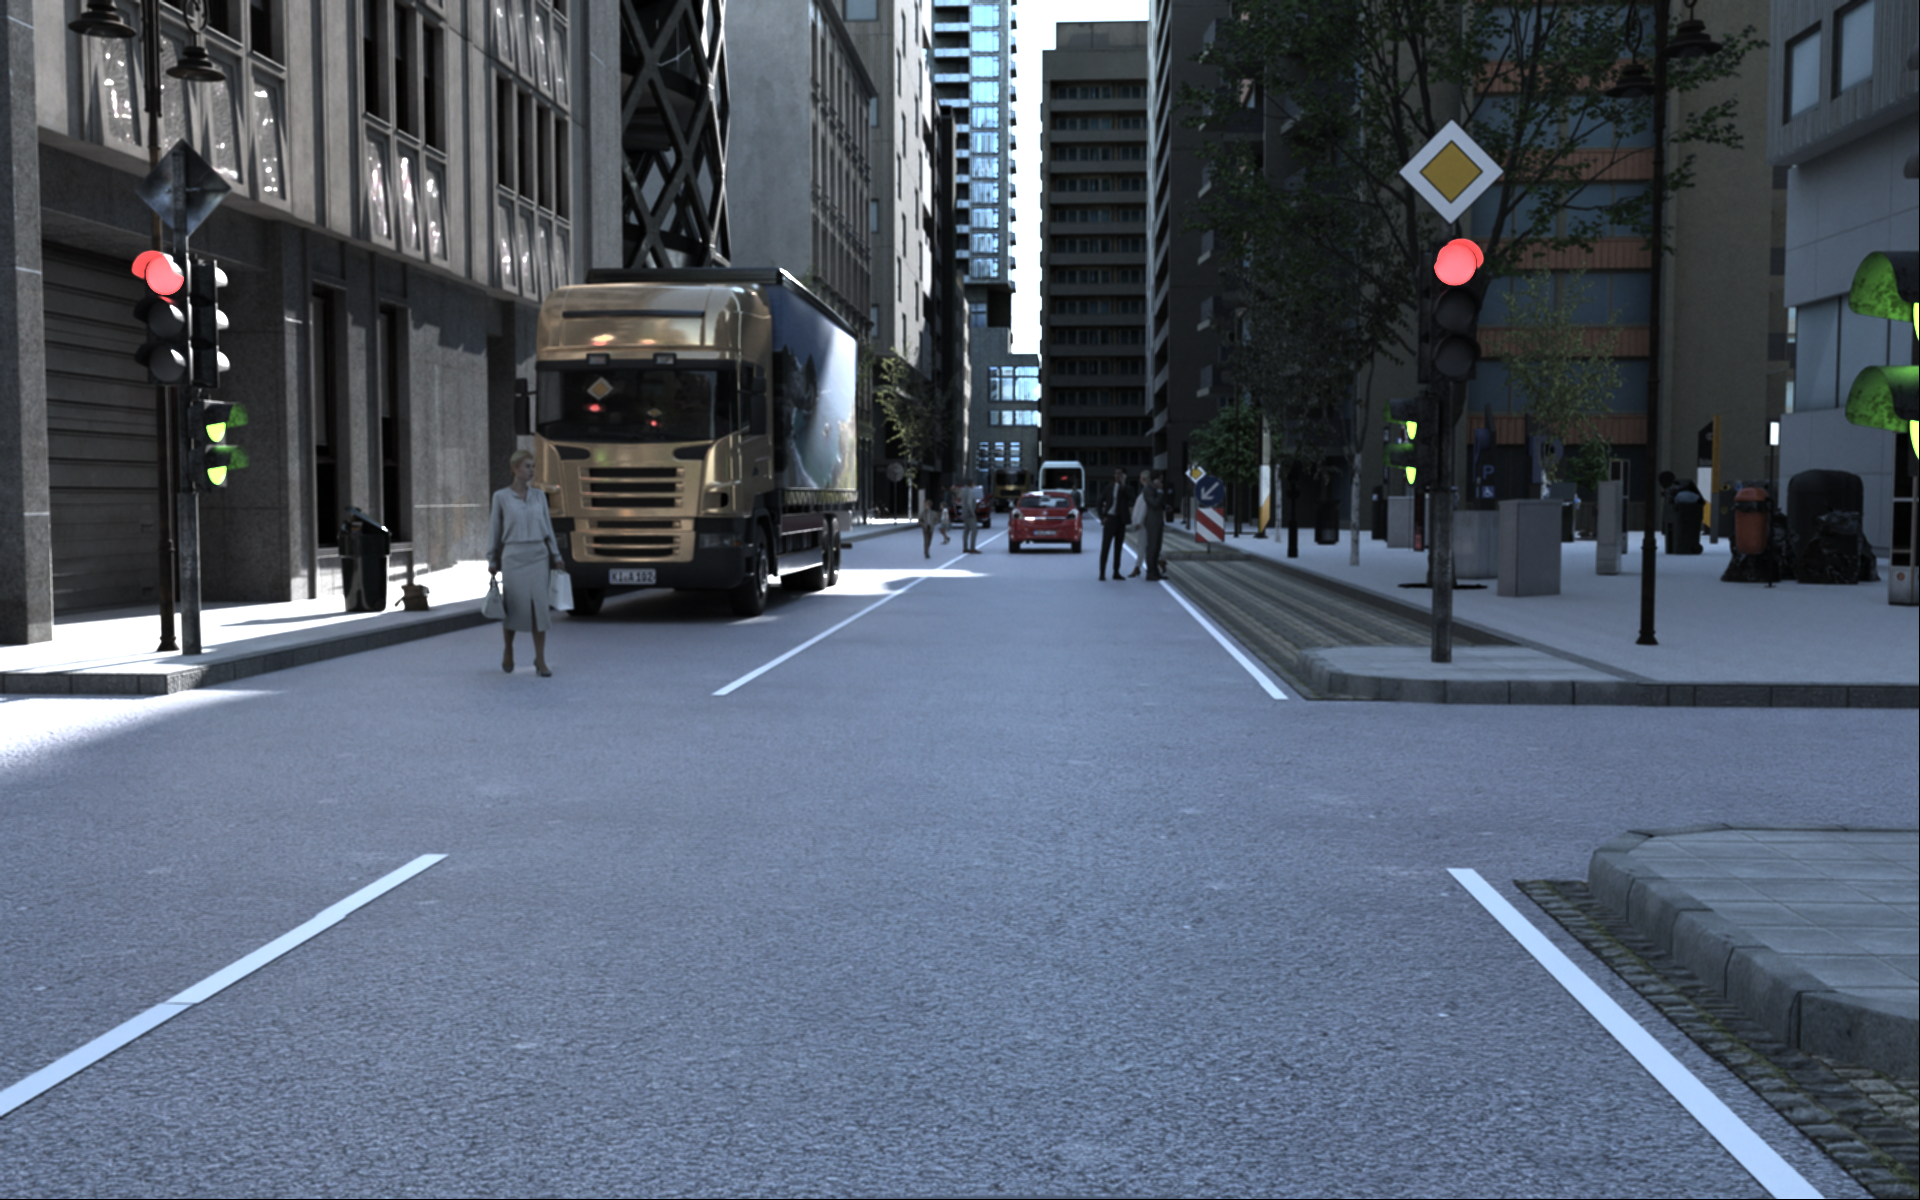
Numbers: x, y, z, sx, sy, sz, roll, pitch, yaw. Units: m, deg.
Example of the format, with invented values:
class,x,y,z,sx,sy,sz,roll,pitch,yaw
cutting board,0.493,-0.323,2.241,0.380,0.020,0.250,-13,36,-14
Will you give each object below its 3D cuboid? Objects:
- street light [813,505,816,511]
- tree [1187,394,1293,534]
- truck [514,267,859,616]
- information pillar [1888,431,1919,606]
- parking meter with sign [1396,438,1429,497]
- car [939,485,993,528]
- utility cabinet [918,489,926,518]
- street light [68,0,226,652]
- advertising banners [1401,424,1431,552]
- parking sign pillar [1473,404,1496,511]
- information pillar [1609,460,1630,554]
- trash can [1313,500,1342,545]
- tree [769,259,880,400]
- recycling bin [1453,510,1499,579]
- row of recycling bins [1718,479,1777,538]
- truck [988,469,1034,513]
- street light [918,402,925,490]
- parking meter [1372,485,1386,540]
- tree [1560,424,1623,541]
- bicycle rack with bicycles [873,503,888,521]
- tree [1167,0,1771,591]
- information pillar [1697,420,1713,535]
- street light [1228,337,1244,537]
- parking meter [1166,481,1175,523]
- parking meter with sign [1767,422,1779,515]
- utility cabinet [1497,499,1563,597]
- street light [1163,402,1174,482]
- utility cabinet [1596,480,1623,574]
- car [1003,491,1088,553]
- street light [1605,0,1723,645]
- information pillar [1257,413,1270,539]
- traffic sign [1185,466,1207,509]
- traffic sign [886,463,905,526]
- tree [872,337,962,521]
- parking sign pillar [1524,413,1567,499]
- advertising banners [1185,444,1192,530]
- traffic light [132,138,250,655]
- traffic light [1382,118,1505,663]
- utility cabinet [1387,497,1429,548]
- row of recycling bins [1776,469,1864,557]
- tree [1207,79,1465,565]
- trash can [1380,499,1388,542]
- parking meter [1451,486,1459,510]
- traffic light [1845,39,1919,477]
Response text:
class,x,y,z,sx,sy,sz,roll,pitch,yaw
street light,-4.267,-4.770,50.782,0.468,5.910,1.993,0,4,4
tree,9.136,-4.412,55.846,4.285,4.588,4.351,0,3,0
truck,-3.276,-2.132,23.770,2.839,4.237,11.283,0,4,3
information pillar,10.917,-0.941,19.882,0.304,2.012,0.304,-2,4,-26
parking meter with sign,14.281,-3.525,53.896,1.738,3.016,0.543,-3,5,-42
car,0.284,-3.988,73.871,2.281,1.827,5.304,0,4,2
utility cabinet,-1.775,-4.394,80.520,0.318,1.500,1.173,0,4,1
street light,-6.482,-2.521,14.004,0.468,5.910,1.993,0,4,4
advertising banners,10.307,-2.604,38.769,0.090,3.025,2.074,-1,4,-10
parking sign pillar,15.464,-3.825,51.013,1.447,3.967,1.447,1,4,8
information pillar,14.112,-1.995,37.115,0.304,2.012,0.304,-3,5,-40
trash can,9.328,-1.980,44.030,0.748,1.137,0.748,0,3,0
tree,-4.969,-6.392,54.867,4.737,8.622,4.395,0,3,0
recycling bin,7.746,-0.850,26.457,0.722,1.027,0.722,3,5,44
row of recycling bins,22.926,-2.618,49.923,1.069,1.692,3.534,0,4,0
truck,4.025,-8.432,133.783,3.469,3.379,9.791,0,4,3
street light,-1.929,-7.009,87.377,0.468,5.910,1.993,0,4,4
parking meter,11.800,-2.470,48.800,0.372,1.533,0.369,0,3,0
tree,17.501,-3.273,48.122,1.663,3.219,1.824,0,3,0
bicycle rack with bicycles,-4.993,-4.168,81.536,2.852,0.926,2.925,-2,4,-28
tree,6.667,-5.974,23.430,9.928,11.665,9.643,0,3,0
information pillar,23.164,-3.817,53.768,0.504,3.616,0.183,1,4,10
street light,8.184,-4.792,51.133,0.468,5.910,1.993,0,4,4
parking meter,9.491,-4.430,78.148,0.399,1.863,0.255,0,4,4
parking meter with sign,20.379,-2.777,41.669,1.738,3.016,0.543,3,5,44
utility cabinet,7.206,-0.657,21.908,1.020,1.237,0.306,-3,5,-40
street light,10.504,-7.008,87.371,0.468,5.910,1.993,0,4,4
utility cabinet,10.455,-1.176,27.899,0.318,1.500,1.173,2,4,25
car,2.151,-2.110,43.535,2.155,1.783,4.494,0,4,3
street light,5.867,-2.558,14.614,0.468,5.910,1.993,0,4,4
information pillar,8.809,-3.591,50.072,0.183,3.616,0.504,3,5,39
traffic sign,8.571,-3.778,62.963,0.795,2.450,0.064,1,4,10
traffic sign,-2.630,-4.300,70.417,0.768,2.556,0.104,0,4,4
tree,-2.119,-8.021,81.506,4.360,8.622,3.978,0,3,0
parking sign pillar,19.442,-4.224,57.534,1.447,3.967,1.447,0,4,-8
advertising banners,8.150,-4.004,61.650,0.090,3.025,2.074,0,4,3
traffic light,-6.131,-1.518,13.737,0.839,4.253,0.868,0,4,4
traffic light,3.662,-1.481,13.129,0.839,4.253,0.868,0,4,4
utility cabinet,10.694,-1.837,41.190,1.020,1.237,0.306,1,4,16
row of recycling bins,15.029,-1.399,29.987,1.069,1.692,3.534,2,4,33
tree,6.989,-4.940,31.131,4.360,8.622,3.978,0,3,0
trash can,11.972,-2.208,47.752,0.748,1.137,0.748,0,3,0
parking meter,15.516,-2.822,54.547,0.372,1.533,0.369,0,3,0
traffic light,3.152,-0.993,5.160,0.839,4.253,0.868,0,4,4
